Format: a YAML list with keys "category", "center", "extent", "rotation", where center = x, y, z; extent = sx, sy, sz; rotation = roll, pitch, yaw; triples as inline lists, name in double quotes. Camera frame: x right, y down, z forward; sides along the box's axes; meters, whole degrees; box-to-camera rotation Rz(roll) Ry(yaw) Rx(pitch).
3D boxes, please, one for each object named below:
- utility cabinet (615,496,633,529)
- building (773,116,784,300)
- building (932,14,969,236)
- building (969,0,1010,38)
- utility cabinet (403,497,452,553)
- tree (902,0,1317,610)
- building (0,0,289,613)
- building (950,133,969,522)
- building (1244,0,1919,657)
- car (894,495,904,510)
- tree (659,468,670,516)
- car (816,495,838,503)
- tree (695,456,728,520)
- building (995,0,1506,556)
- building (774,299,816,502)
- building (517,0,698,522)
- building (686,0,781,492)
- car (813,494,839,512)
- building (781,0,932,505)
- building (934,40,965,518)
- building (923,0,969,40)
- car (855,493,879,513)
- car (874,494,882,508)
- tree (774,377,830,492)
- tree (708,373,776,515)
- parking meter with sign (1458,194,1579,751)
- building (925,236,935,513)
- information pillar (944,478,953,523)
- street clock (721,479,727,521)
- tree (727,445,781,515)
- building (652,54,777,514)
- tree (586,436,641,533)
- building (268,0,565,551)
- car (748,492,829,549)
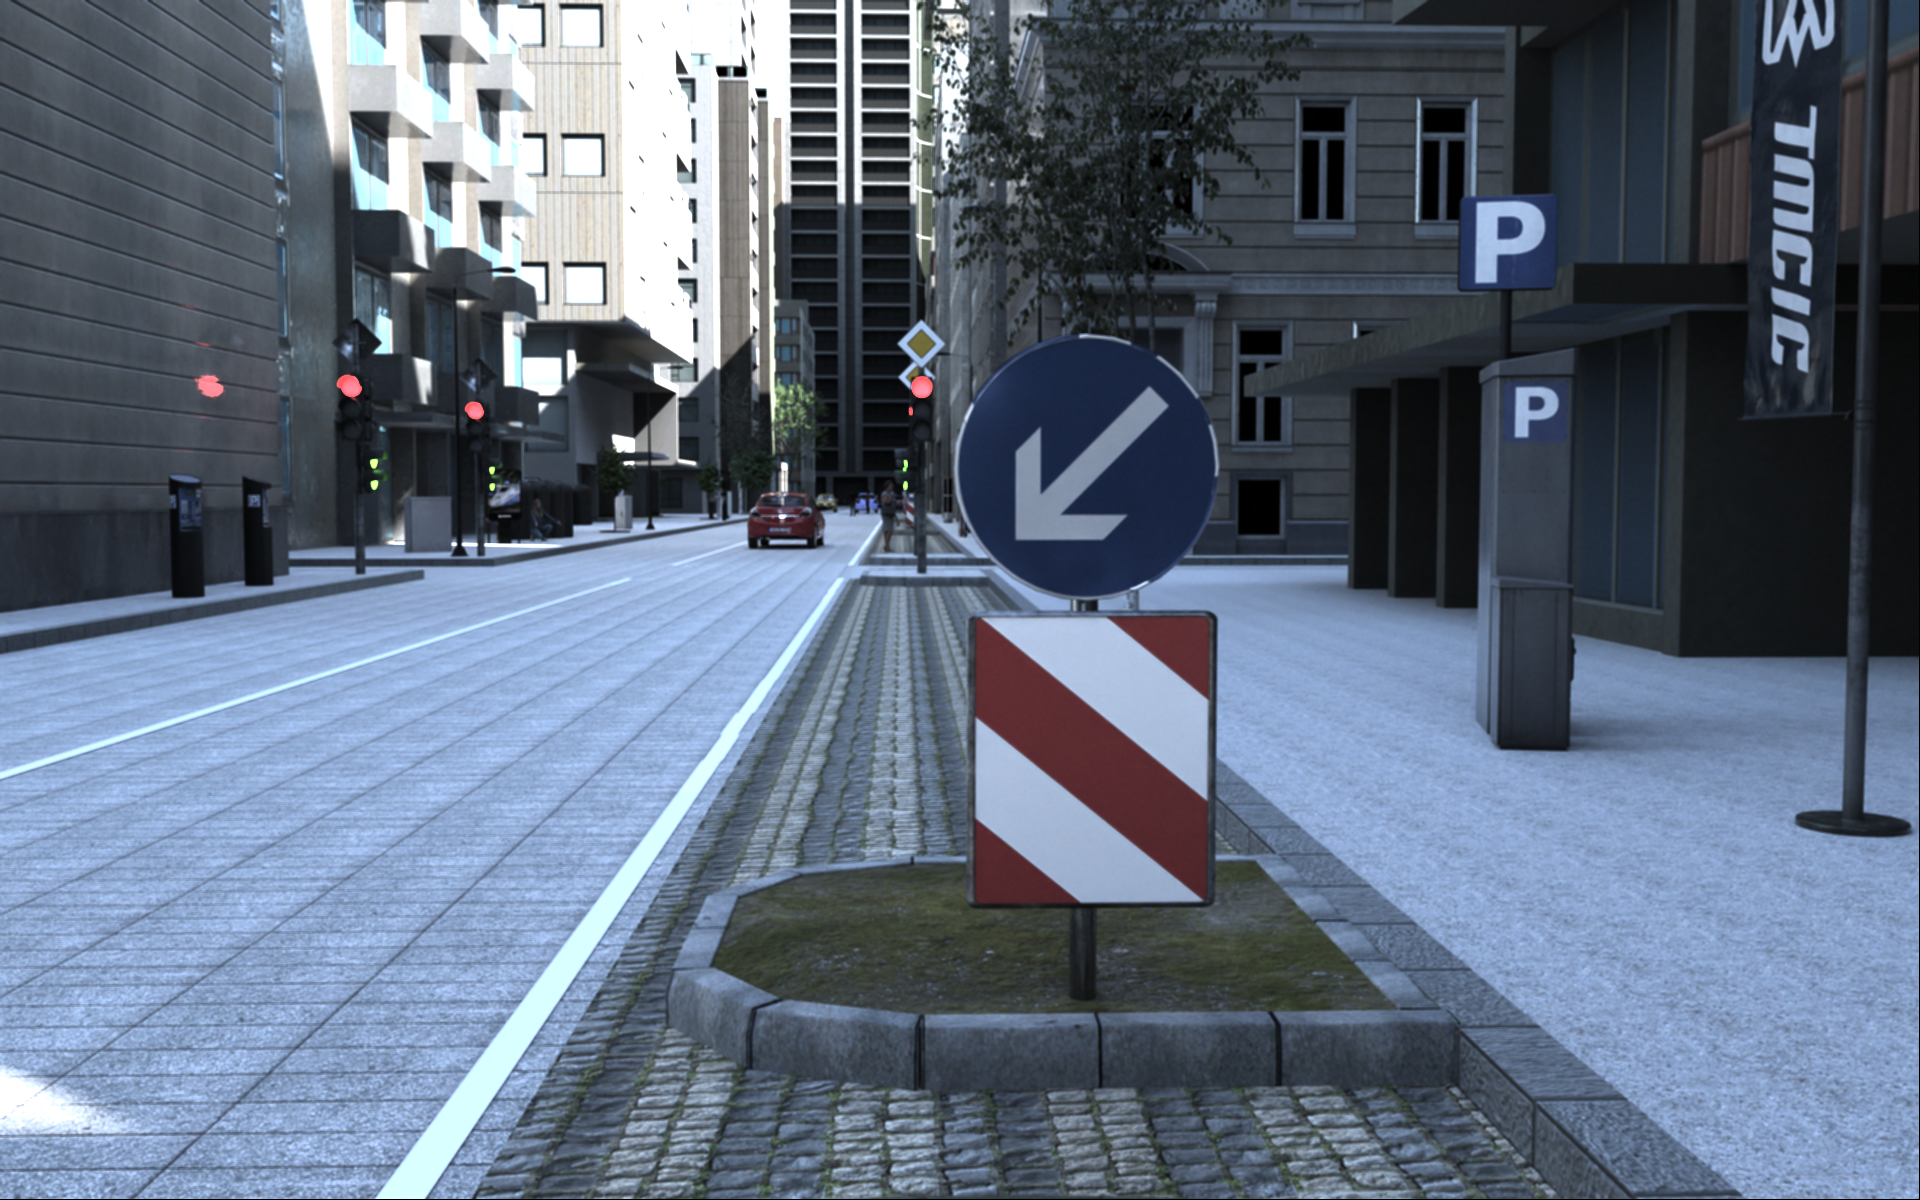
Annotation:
- category: "utility cabinet"
  center: [-12.395, -3.217, 63.759]
  extent: [0.306, 1.237, 1.020]
  rotation: [-2, 4, -34]
- category: "building"
  center: [-27.129, -33.686, 200.873]
  extent: [14.200, 45.320, 14.600]
  rotation: [0, 4, -2]
- category: "building"
  center: [4.539, -28.651, 152.031]
  extent: [14.154, 41.232, 14.086]
  rotation: [0, 4, -2]
- category: "building"
  center: [6.694, -14.957, 62.576]
  extent: [12.078, 24.808, 19.932]
  rotation: [0, 4, -2]
- category: "utility cabinet"
  center: [-11.761, -1.659, 38.285]
  extent: [0.306, 1.237, 1.020]
  rotation: [3, 5, 41]
- category: "tree"
  center: [1.563, -4.130, 17.895]
  extent: [4.360, 8.622, 3.978]
  rotation: [0, 3, 0]
- category: "building"
  center: [-22.556, -13.659, 20.594]
  extent: [25.104, 27.353, 12.463]
  rotation: [0, 4, -2]
- category: "building"
  center: [4.957, -13.884, 81.763]
  extent: [10.420, 20.320, 16.860]
  rotation: [0, 4, -2]
- category: "building"
  center: [15.338, -21.742, 10.108]
  extent: [22.147, 44.769, 28.867]
  rotation: [0, 4, -2]
- category: "car"
  center: [-4.459, -7.433, 134.108]
  extent: [1.945, 1.354, 3.894]
  rotation: [0, 4, -1]
- category: "tree"
  center: [-18.014, -6.570, 102.019]
  extent: [1.663, 3.219, 1.824]
  rotation: [0, 3, 0]
- category: "car"
  center: [-12.220, -9.159, 159.532]
  extent: [2.009, 1.686, 4.222]
  rotation: [0, 4, -1]
- category: "tree"
  center: [-12.555, -5.688, 87.601]
  extent: [1.663, 3.219, 1.824]
  rotation: [0, 3, 0]
- category: "building"
  center: [11.154, -15.647, 41.730]
  extent: [20.117, 28.700, 13.634]
  rotation: [0, 4, -2]
- category: "building"
  center: [-29.634, -20.050, 172.864]
  extent: [28.899, 21.520, 27.650]
  rotation: [0, 4, -2]
- category: "building"
  center: [-28.104, -30.344, 85.358]
  extent: [28.713, 52.752, 27.495]
  rotation: [0, 4, -2]
- category: "building"
  center: [-24.055, -42.523, 133.500]
  extent: [20.563, 71.187, 20.611]
  rotation: [0, 4, -2]
- category: "car"
  center: [-10.561, -7.722, 136.475]
  extent: [2.015, 1.641, 3.980]
  rotation: [0, 4, -2]
- category: "building"
  center: [-9.810, -46.767, 202.899]
  extent: [20.611, 71.187, 20.563]
  rotation: [0, 4, -2]
- category: "building"
  center: [4.742, -17.294, 100.779]
  extent: [12.078, 24.808, 19.932]
  rotation: [0, 4, -2]
- category: "building"
  center: [10.870, -35.704, 172.991]
  extent: [28.713, 52.752, 27.495]
  rotation: [0, 4, -2]
- category: "car"
  center: [-7.070, -7.435, 131.158]
  extent: [1.945, 1.707, 3.694]
  rotation: [0, 4, -3]
- category: "car"
  center: [-7.535, -8.972, 156.474]
  extent: [2.009, 1.686, 4.222]
  rotation: [0, 4, -2]
- category: "tree"
  center: [-15.228, -13.896, 152.952]
  extent: [9.928, 11.665, 9.643]
  rotation: [0, 3, 0]
- category: "tree"
  center: [-13.159, -9.387, 103.838]
  extent: [4.360, 8.622, 3.978]
  rotation: [0, 3, 0]
- category: "parking meter with sign"
  center: [3.049, -0.804, 9.403]
  extent: [0.543, 3.016, 1.738]
  rotation: [1, 4, 11]
- category: "building"
  center: [11.401, -17.503, 131.215]
  extent: [27.650, 21.520, 28.899]
  rotation: [0, 4, -2]
- category: "information pillar"
  center: [-0.528, -4.454, 77.313]
  extent: [0.304, 2.012, 0.304]
  rotation: [-3, 4, -38]
- category: "street clock"
  center: [-11.407, -4.842, 83.736]
  extent: [0.358, 2.002, 0.471]
  rotation: [0, 4, -3]
- category: "tree"
  center: [-12.907, -7.632, 108.498]
  extent: [4.285, 4.588, 4.351]
  rotation: [0, 3, 0]
- category: "building"
  center: [-20.095, -21.145, 117.420]
  extent: [14.160, 30.474, 14.107]
  rotation: [0, 4, -2]
- category: "tree"
  center: [-11.521, -3.872, 57.915]
  extent: [1.663, 3.219, 1.824]
  rotation: [0, 3, 0]
- category: "building"
  center: [-24.998, -26.241, 48.649]
  extent: [23.786, 49.044, 30.456]
  rotation: [0, 4, -2]
- category: "car"
  center: [-4.680, -2.323, 47.018]
  extent: [2.155, 1.783, 4.494]
  rotation: [0, 4, 0]
